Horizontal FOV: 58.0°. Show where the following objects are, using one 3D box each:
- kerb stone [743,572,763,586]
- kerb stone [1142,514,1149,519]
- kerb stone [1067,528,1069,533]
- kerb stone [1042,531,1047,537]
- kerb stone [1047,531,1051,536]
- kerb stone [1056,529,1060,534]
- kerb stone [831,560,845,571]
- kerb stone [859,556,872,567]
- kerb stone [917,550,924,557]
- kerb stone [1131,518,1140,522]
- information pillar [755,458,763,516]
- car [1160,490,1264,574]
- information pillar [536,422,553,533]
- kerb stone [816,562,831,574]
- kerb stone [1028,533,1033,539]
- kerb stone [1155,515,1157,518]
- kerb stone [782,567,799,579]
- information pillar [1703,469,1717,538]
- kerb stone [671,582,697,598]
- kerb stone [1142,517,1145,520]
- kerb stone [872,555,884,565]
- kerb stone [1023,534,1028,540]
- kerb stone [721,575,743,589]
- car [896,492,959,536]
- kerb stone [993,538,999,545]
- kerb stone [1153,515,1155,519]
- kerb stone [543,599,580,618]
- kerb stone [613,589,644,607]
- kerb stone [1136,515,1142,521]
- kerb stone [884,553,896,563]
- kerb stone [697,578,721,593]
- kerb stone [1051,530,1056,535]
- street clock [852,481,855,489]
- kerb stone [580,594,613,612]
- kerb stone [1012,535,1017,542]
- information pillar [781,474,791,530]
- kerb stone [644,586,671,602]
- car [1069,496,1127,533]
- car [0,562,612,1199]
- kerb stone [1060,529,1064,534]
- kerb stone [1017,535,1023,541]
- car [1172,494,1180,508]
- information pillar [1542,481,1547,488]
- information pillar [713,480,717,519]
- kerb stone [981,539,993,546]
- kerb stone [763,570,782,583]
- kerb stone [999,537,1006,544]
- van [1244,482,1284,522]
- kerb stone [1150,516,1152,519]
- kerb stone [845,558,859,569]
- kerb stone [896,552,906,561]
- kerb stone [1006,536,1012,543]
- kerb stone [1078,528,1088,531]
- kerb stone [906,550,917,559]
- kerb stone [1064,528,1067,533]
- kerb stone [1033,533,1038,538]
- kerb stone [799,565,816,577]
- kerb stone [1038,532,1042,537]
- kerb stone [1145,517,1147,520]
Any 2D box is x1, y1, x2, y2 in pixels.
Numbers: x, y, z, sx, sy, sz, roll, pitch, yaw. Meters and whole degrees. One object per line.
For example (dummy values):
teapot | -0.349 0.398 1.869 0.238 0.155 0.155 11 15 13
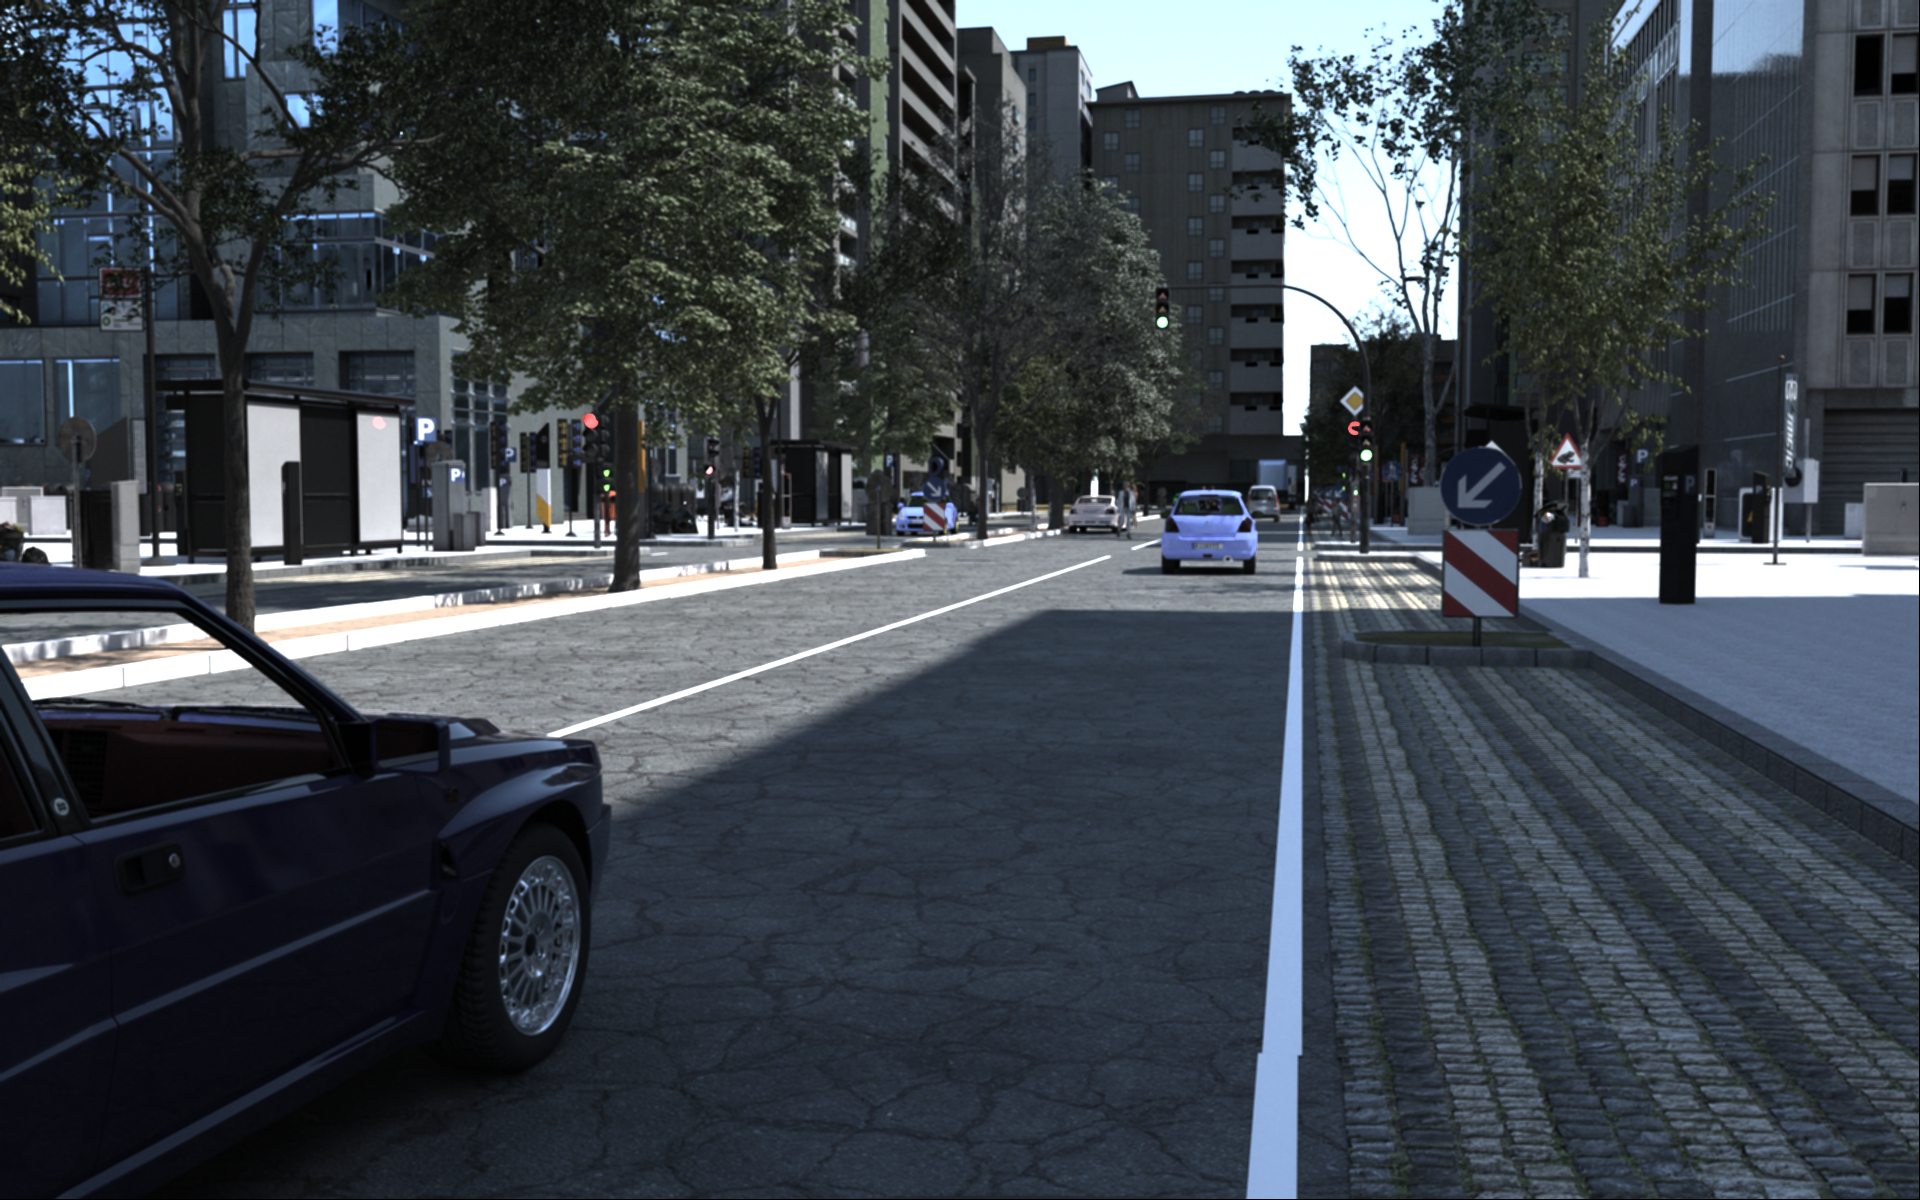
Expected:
kerb stone | -3.373 -0.320 27.420 0.120 0.150 1.000 1 4 11
kerb stone | 10.263 -4.539 96.410 0.120 0.150 1.000 1 4 11
kerb stone | 3.907 -2.570 64.211 0.120 0.150 1.000 1 4 11
kerb stone | 2.706 -2.198 58.164 0.120 0.150 1.000 1 4 11
kerb stone | 2.902 -2.262 59.184 0.120 0.150 1.000 1 4 11
kerb stone | 3.300 -2.383 61.190 0.120 0.150 1.000 1 4 11
kerb stone | -2.382 -0.626 32.436 0.120 0.150 1.000 1 4 11
kerb stone | -1.988 -0.749 34.452 0.120 0.150 1.000 1 4 11
kerb stone | -0.981 -1.057 39.476 0.120 0.150 1.000 1 4 11
kerb stone | 9.263 -4.231 91.379 0.120 0.150 1.000 1 4 11
information pillar | -11.451 -6.569 98.757 0.504 3.616 0.183 -1 4 -14
car | 4.677 -1.388 32.279 1.945 1.707 3.694 1 4 10
information pillar | -13.594 -3.987 56.542 0.504 3.616 0.183 1 4 22
kerb stone | -2.582 -0.559 31.434 0.120 0.150 1.000 1 4 11
kerb stone | 2.107 -2.015 55.139 0.120 0.150 1.000 1 4 11
kerb stone | 11.263 -4.844 101.429 0.120 0.150 1.000 1 4 11
kerb stone | -2.984 -0.441 29.428 0.120 0.150 1.000 1 4 11
information pillar | 21.802 -2.805 50.358 0.304 2.012 0.304 1 4 22
kerb stone | -3.967 -0.135 24.404 0.120 0.150 1.000 1 4 11
kerb stone | 9.864 -4.416 94.395 0.120 0.150 1.000 1 4 11
kerb stone | -1.794 -0.811 35.463 0.120 0.150 1.000 1 4 11
kerb stone | 1.902 -1.953 54.128 0.120 0.150 1.000 1 4 11
kerb stone | -3.572 -0.258 26.417 0.120 0.150 1.000 1 4 11
car | -1.126 -3.083 59.992 1.945 1.707 3.694 1 4 9
kerb stone | 0.903 -1.645 49.094 0.120 0.150 1.000 1 4 11
kerb stone | 11.060 -4.785 100.424 0.120 0.150 1.000 1 4 11
kerb stone | -4.769 0.111 20.381 0.120 0.150 1.000 1 4 11
kerb stone | -4.366 -0.012 22.394 0.120 0.150 1.000 1 4 11
kerb stone | 9.476 -4.293 92.379 0.120 0.150 1.000 1 4 11
kerb stone | -1.585 -0.873 36.463 0.120 0.150 1.000 1 4 11
kerb stone | -3.771 -0.196 25.411 0.120 0.150 1.000 1 4 11
kerb stone | 3.111 -2.321 60.185 0.120 0.150 1.000 1 4 11
street clock | -5.789 -5.379 92.509 0.358 2.002 0.471 1 4 17
kerb stone | -4.569 0.051 21.392 0.120 0.150 1.000 1 4 11
kerb stone | 1.504 -1.829 52.118 0.120 0.150 1.000 1 4 11
information pillar | -6.301 -3.559 62.689 0.304 2.012 0.304 -1 4 -18
kerb stone | -4.171 -0.074 23.403 0.120 0.150 1.000 1 4 11
car | 5.185 -3.199 64.668 2.083 1.381 4.827 1 4 11
car | -2.134 0.564 3.361 1.945 1.354 3.894 1 4 13
kerb stone | 3.500 -2.445 62.192 0.120 0.150 1.000 1 4 11
kerb stone | 1.707 -1.892 53.124 0.120 0.150 1.000 1 4 11
car | 23.499 -10.685 183.491 1.959 1.807 4.718 1 4 10
information pillar | 33.663 -5.835 99.896 0.304 2.012 0.304 1 4 14
information pillar | -12.917 -5.276 90.750 0.304 2.012 0.304 -1 4 -21
kerb stone | 0.709 -1.583 48.089 0.120 0.150 1.000 1 4 11
kerb stone | -3.169 -0.381 28.421 0.120 0.150 1.000 1 4 11
kerb stone | 1.104 -1.707 50.097 0.120 0.150 1.000 1 4 11
van | 15.610 -5.021 89.107 2.013 2.044 4.112 1 4 12
kerb stone | 10.661 -4.656 98.417 0.120 0.150 1.000 1 4 11
kerb stone | -2.179 -0.688 33.448 0.120 0.150 1.000 1 4 11
kerb stone | -1.386 -0.933 37.466 0.120 0.150 1.000 1 4 11
kerb stone | 1.308 -1.764 51.115 0.120 0.150 1.000 1 4 11
kerb stone | 4.883 -2.875 69.241 0.120 0.150 1.000 1 4 11
kerb stone | -1.186 -0.992 38.470 0.120 0.150 1.000 1 4 11
kerb stone | 3.703 -2.508 63.209 0.120 0.150 1.000 1 4 11
kerb stone | 2.305 -2.074 56.142 0.120 0.150 1.000 1 4 11
kerb stone | -2.779 -0.496 30.429 0.120 0.150 1.000 1 4 11
kerb stone | 2.500 -2.139 57.162 0.120 0.150 1.000 1 4 11
kerb stone | 10.059 -4.478 95.408 0.120 0.150 1.000 1 4 11
